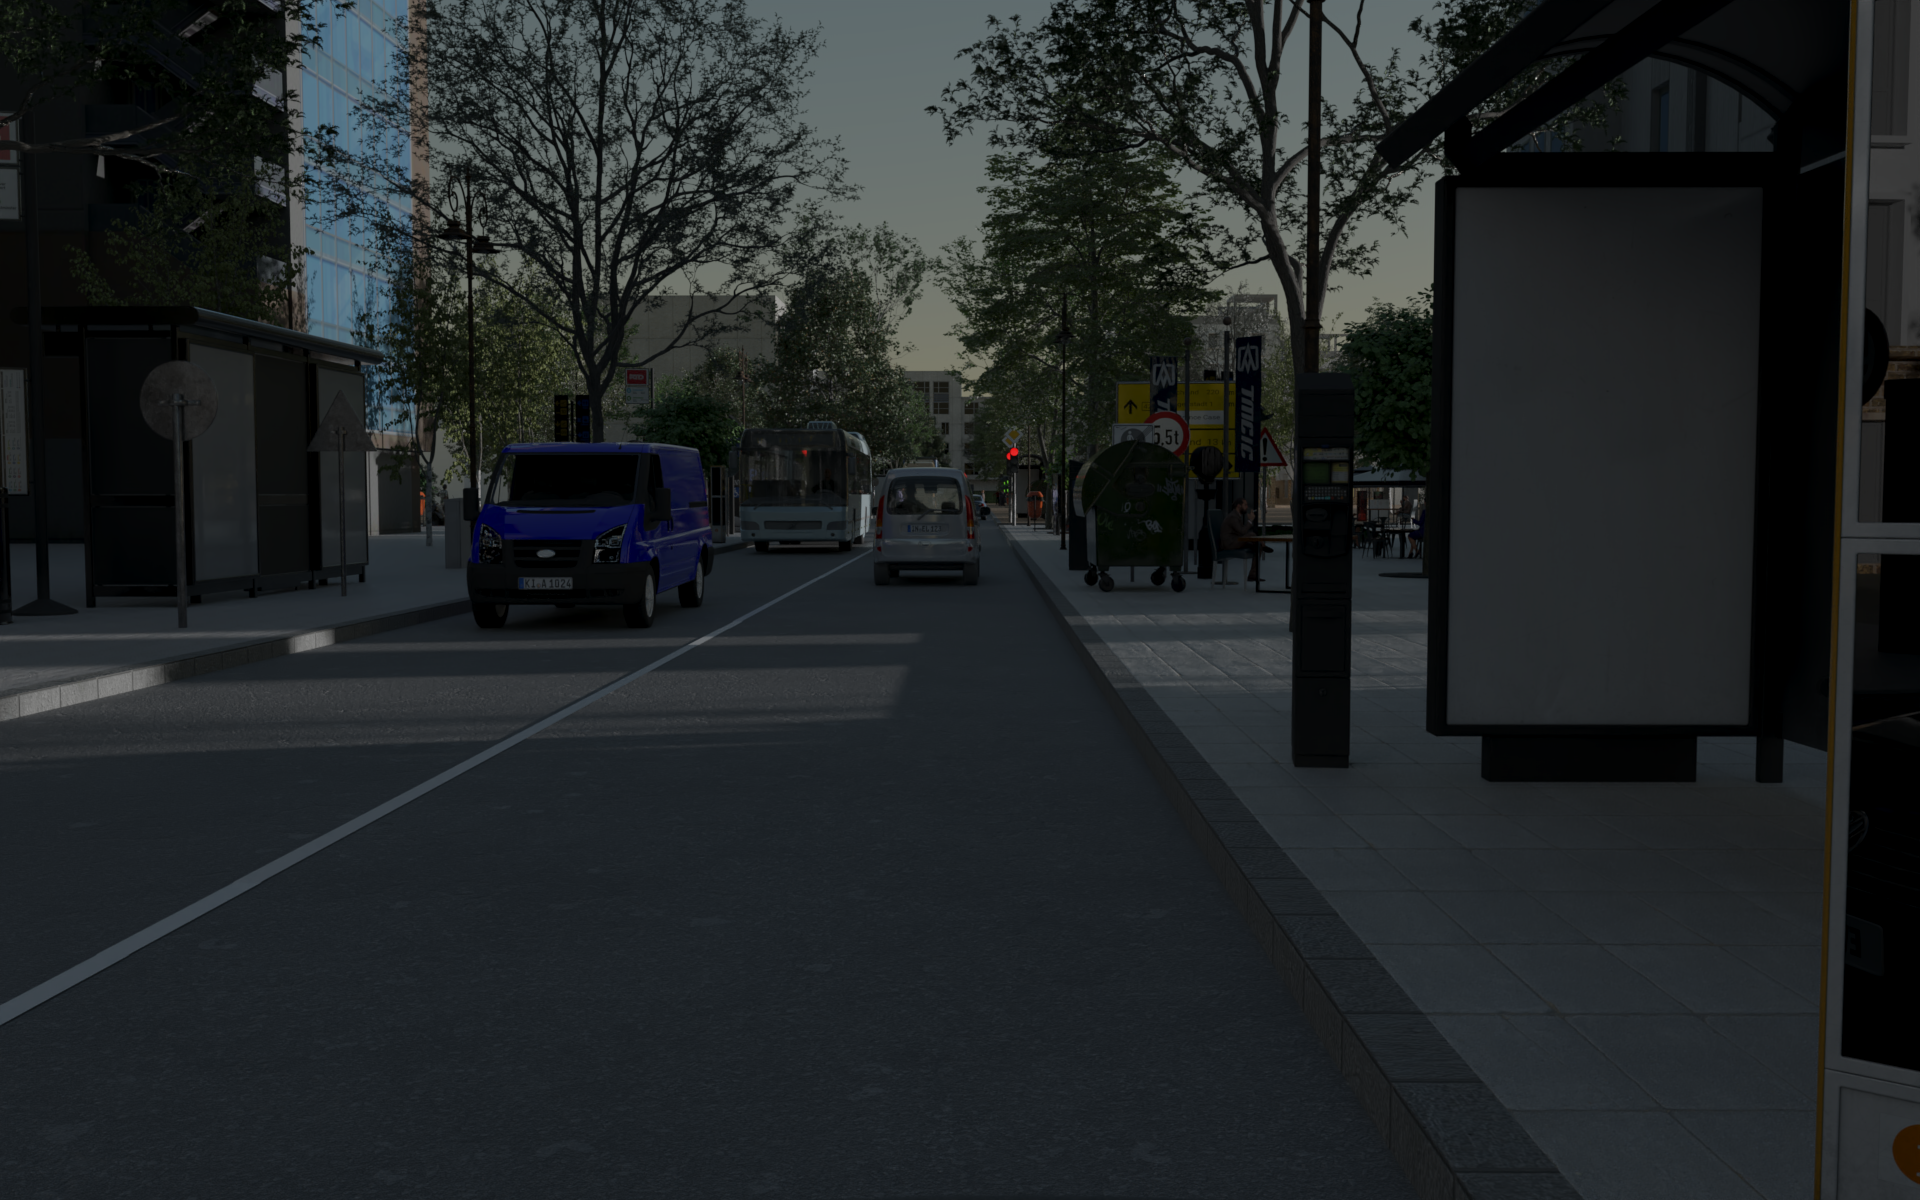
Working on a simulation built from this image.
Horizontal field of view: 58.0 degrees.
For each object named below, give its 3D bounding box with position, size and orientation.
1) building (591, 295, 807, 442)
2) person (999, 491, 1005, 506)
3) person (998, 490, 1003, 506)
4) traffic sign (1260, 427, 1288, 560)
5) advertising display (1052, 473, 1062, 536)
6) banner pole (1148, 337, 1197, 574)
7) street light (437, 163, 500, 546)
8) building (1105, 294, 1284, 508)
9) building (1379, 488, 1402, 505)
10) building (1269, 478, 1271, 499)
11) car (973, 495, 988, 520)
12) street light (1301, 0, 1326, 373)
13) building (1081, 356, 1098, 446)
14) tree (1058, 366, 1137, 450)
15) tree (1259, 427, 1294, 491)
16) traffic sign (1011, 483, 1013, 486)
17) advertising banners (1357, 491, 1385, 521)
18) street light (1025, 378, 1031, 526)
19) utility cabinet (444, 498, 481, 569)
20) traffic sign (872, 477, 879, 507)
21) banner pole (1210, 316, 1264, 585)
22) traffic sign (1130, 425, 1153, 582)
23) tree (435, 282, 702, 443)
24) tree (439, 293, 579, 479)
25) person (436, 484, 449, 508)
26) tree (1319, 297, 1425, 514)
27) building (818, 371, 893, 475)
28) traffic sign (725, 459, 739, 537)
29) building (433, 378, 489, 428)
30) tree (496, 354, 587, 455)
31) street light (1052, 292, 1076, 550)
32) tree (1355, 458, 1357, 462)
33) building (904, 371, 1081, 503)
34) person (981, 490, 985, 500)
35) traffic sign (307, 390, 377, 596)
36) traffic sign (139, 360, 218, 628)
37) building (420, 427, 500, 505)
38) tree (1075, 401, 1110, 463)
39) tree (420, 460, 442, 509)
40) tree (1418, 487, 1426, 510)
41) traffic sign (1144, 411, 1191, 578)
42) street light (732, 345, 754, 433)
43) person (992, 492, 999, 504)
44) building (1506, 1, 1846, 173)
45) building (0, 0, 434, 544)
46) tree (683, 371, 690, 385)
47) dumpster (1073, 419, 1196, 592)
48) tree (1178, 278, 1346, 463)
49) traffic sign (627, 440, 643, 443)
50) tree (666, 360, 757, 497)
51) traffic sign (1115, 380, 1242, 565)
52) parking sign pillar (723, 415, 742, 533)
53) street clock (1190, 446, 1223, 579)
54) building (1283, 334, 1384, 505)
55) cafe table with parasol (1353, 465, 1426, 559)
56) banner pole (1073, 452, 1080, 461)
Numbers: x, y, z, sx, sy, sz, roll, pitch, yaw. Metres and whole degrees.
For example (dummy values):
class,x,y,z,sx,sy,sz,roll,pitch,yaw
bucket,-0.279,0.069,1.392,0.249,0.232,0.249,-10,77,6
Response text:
class,x,y,z,sx,sy,sz,roll,pitch,yaw
building,-24.587,-18.563,169.968,16.747,18.905,31.486,0,4,1
person,4.452,-10.785,183.183,0.742,1.727,0.445,-3,4,-36
person,4.419,-11.104,188.035,0.683,1.767,0.568,-3,5,-39
traffic sign,5.874,-2.045,33.436,0.884,2.594,0.081,0,4,3
advertising display,3.006,-2.976,53.874,0.123,1.923,0.974,0,4,-7
banner pole,3.411,-2.307,27.740,0.863,3.779,0.401,-1,4,-11
street light,-6.947,-3.171,24.636,0.468,5.910,1.993,0,4,1
building,22.053,-19.068,168.183,16.016,20.091,11.380,0,4,1
building,64.710,-16.651,214.385,28.070,9.664,9.099,0,4,1
building,39.414,-23.823,255.958,31.486,18.905,16.747,0,4,1
car,0.568,-5.154,96.267,2.014,1.417,4.499,0,4,-1
street light,2.011,-2.267,9.850,0.468,5.910,1.993,0,4,1
building,23.778,-20.552,202.484,16.747,18.905,31.486,0,4,1
tree,7.732,-8.307,86.181,4.360,8.622,3.978,0,3,0
tree,25.754,-11.969,146.054,4.360,8.622,3.978,0,3,0
traffic sign,4.193,-8.898,145.585,0.768,2.556,0.104,0,4,7
advertising banners,18.858,-5.192,81.072,2.074,3.025,0.090,0,4,3
street light,2.747,-5.885,69.012,0.468,5.910,1.993,0,4,1
utility cabinet,-8.695,-1.169,30.274,0.306,1.237,1.020,0,4,4
traffic sign,-6.298,-7.725,126.405,0.768,2.556,0.104,0,4,8
banner pole,3.916,-2.100,24.349,0.401,3.779,0.863,-3,5,-41
traffic sign,2.516,-1.413,25.227,0.606,2.300,0.079,0,4,7
tree,-19.049,-9.770,85.494,9.928,11.665,9.643,0,3,0
tree,-28.062,-12.297,107.708,9.857,13.997,8.962,0,3,0
person,-23.407,-4.393,78.585,0.841,1.734,0.376,3,5,44
tree,28.062,-12.619,112.972,9.857,13.997,8.962,0,3,0
building,-24.629,-23.855,256.478,31.486,18.905,16.747,0,4,1
traffic sign,-7.020,-3.192,52.301,0.768,2.556,0.104,0,4,7
building,-74.437,-24.474,256.563,11.380,20.091,16.016,0,4,1
tree,-29.218,-12.415,121.106,7.486,12.596,7.792,0,3,0
street light,2.382,-4.096,39.759,0.468,5.910,1.993,0,4,1
tree,30.179,-11.384,136.496,4.360,8.622,3.978,0,3,0
building,7.519,-23.868,256.703,31.486,18.905,16.747,0,4,1
person,1.853,-8.398,146.361,0.434,1.755,0.990,1,4,15
traffic sign,-7.727,-1.324,21.655,0.884,2.594,0.081,0,4,2
traffic sign,-7.453,-1.005,16.531,0.768,2.556,0.104,0,4,3
building,-60.132,-16.662,214.571,28.070,9.664,9.099,0,4,1
tree,13.599,-13.741,141.665,9.611,12.733,9.660,0,3,0
tree,-53.044,-14.844,144.513,18.604,14.587,13.155,1,4,15
tree,41.861,-14.339,136.260,13.155,14.587,18.604,-3,5,-42
traffic sign,3.137,-1.617,26.537,0.768,2.556,0.104,0,4,6
street light,-6.732,-4.960,53.891,0.468,5.910,1.993,0,4,1
person,4.619,-12.662,213.033,1.348,1.831,0.705,0,4,1
building,23.176,-30.241,36.435,21.231,58.520,28.212,0,4,1
building,-24.952,-24.495,50.596,14.200,45.320,14.600,0,4,1
tree,-17.606,-13.011,129.737,9.611,12.733,9.660,0,3,0
dumpster,2.330,-1.276,23.350,1.502,2.255,1.985,0,4,1
tree,15.579,-11.551,99.222,12.009,13.543,11.850,0,3,0
traffic sign,-7.638,-2.480,40.657,0.768,2.556,0.104,0,4,7
tree,-14.177,-8.918,96.177,4.360,8.622,3.978,0,3,0
traffic sign,3.936,-2.285,31.236,2.265,3.308,0.079,0,4,7
parking sign pillar,-7.399,-4.268,58.249,1.447,3.967,1.447,3,5,41
street clock,3.719,-1.320,26.152,0.471,2.002,0.358,-2,4,-25
building,44.713,-21.652,210.428,11.380,20.091,16.016,0,4,1
cafe table with parasol,8.825,-1.813,34.501,2.610,1.966,2.610,2,4,29
banner pole,6.270,-6.332,93.551,0.401,3.779,0.863,-2,4,-26
